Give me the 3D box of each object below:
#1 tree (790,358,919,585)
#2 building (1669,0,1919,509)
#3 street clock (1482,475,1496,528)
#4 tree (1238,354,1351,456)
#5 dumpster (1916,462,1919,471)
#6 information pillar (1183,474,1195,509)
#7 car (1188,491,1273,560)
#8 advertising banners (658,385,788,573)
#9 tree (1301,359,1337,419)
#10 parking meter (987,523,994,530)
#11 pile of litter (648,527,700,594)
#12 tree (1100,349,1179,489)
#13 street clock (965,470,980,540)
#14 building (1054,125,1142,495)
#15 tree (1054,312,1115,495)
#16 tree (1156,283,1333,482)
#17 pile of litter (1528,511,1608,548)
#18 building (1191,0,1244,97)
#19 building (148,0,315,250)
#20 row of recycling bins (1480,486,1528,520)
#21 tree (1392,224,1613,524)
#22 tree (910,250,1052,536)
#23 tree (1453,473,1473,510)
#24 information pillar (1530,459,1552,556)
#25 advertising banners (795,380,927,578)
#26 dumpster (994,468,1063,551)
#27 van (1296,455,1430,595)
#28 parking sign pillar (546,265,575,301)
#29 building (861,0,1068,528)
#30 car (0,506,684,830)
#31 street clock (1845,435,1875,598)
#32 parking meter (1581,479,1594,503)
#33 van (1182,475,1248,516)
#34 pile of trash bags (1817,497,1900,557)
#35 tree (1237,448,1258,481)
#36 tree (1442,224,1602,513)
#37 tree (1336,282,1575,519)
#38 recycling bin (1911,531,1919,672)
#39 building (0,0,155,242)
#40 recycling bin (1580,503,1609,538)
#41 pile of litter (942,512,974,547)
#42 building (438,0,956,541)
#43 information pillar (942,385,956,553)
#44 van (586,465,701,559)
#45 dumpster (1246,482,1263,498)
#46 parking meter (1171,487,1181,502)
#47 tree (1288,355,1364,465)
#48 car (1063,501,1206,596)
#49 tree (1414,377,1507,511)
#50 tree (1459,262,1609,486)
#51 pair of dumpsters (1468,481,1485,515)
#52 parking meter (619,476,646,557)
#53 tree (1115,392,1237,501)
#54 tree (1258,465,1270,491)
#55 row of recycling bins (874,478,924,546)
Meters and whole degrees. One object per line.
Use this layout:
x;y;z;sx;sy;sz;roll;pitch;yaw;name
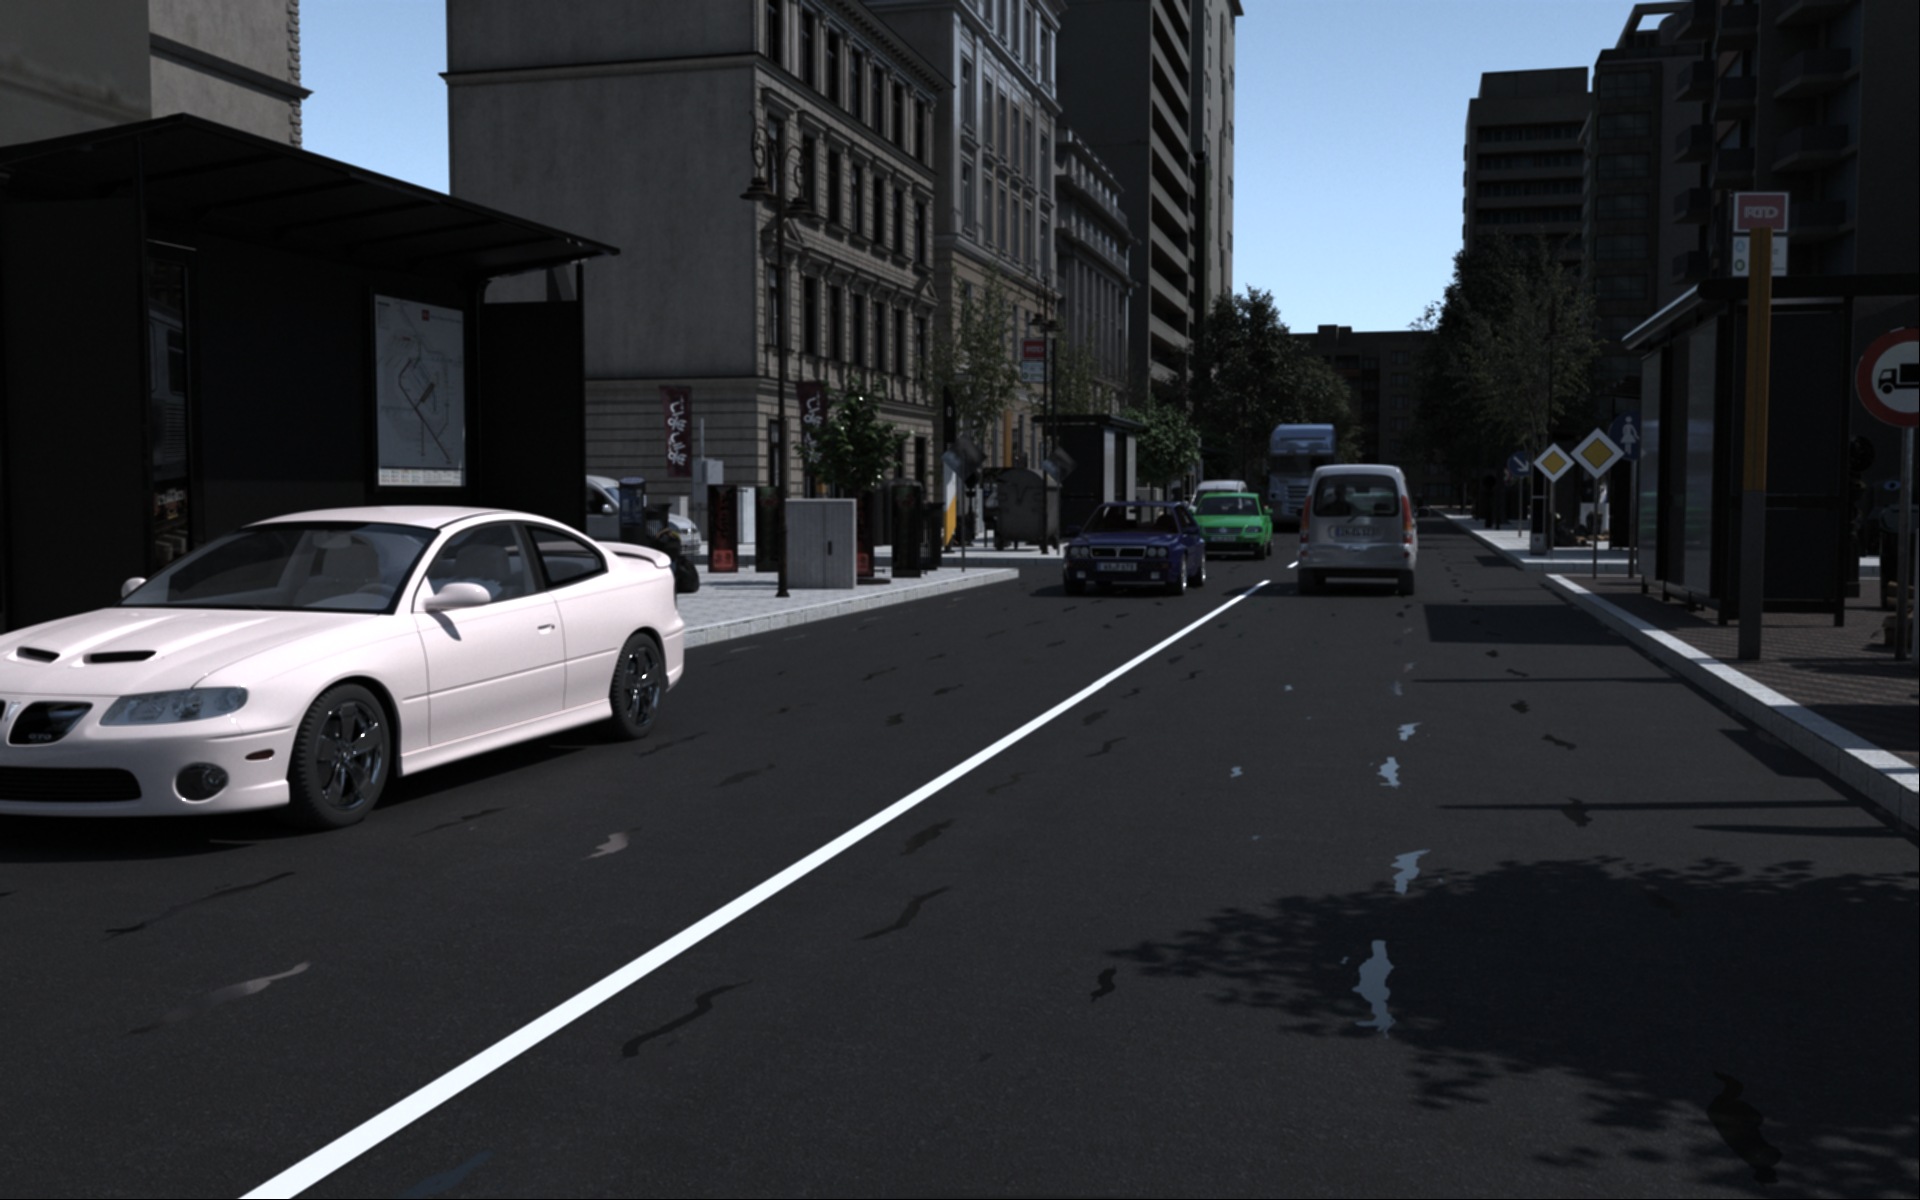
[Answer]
-1.548;-1.855;24.926;1.663;3.219;1.824;0;3;0;tree
44.725;-25.876;77.693;22.147;44.769;28.867;1;4;14;building
19.994;-3.725;65.476;0.471;2.002;0.358;-1;4;-15;street clock
19.958;-10.582;107.426;8.767;10.594;7.601;1;4;10;tree
6.210;-0.233;9.561;1.264;1.857;1.865;1;4;14;dumpster
8.242;-3.542;62.396;0.304;2.012;0.304;2;4;34;information pillar
6.112;-1.859;39.190;1.959;1.807;4.718;1;4;13;car
-3.832;-1.954;28.139;2.074;3.025;0.090;-1;4;-12;advertising banners
32.213;-14.893;153.868;12.009;13.543;11.850;0;3;0;tree
1.133;-3.256;61.639;0.372;1.533;0.369;0;3;0;parking meter
-4.024;-0.505;22.225;1.176;0.858;1.719;3;4;36;pile of litter
8.986;-8.341;86.741;4.360;8.622;3.978;0;3;0;tree
0.302;-2.708;48.853;0.471;2.002;0.358;2;4;32;street clock
1.831;-15.650;97.673;13.314;21.916;24.055;1;4;14;building
4.456;-7.282;69.427;4.737;8.622;4.395;0;3;0;tree
15.524;-10.854;94.474;9.611;12.733;9.660;0;3;0;tree
14.687;-1.732;42.280;1.176;0.858;1.719;-1;4;-19;pile of litter
11.858;-35.299;166.380;27.495;52.752;28.713;1;4;14;building
-33.084;-14.010;57.945;19.941;23.489;11.050;1;4;14;building
27.388;-4.905;87.310;1.069;1.692;3.534;-1;4;-15;row of recycling bins
23.135;-9.578;73.602;9.611;12.733;9.660;0;3;0;tree
0.466;-6.273;52.931;4.737;8.622;4.395;0;3;0;tree
41.565;-9.049;142.546;1.663;3.219;1.824;0;3;0;tree
12.107;-1.939;36.201;0.304;2.012;0.304;2;4;28;information pillar
-1.533;-1.862;26.624;2.074;3.025;0.090;1;4;11;advertising banners
1.546;-2.061;39.448;1.264;1.857;1.865;1;4;15;dumpster
6.037;-1.167;26.097;2.013;2.044;4.112;1;4;15;van
-4.306;-1.823;18.274;1.447;3.967;1.447;-1;4;-22;parking sign pillar
-3.825;-17.695;75.221;13.634;28.700;20.117;1;4;14;building
-3.098;0.201;9.076;2.083;1.381;4.827;1;4;16;car
11.022;-1.032;21.441;0.471;2.002;0.358;-1;4;-12;street clock
23.970;-3.700;66.212;0.399;1.863;0.255;-1;4;-9;parking meter
7.578;-2.672;50.705;2.013;2.044;4.112;1;4;15;van
19.295;-1.570;35.426;3.447;1.369;1.912;2;4;24;pile of trash bags
10.668;-5.668;76.390;4.285;4.588;4.351;0;3;0;tree
15.291;-5.884;46.572;4.360;8.622;3.978;0;3;0;tree
27.249;-10.991;90.071;12.009;13.543;11.850;0;3;0;tree
7.389;0.002;12.518;0.722;1.027;0.722;-3;5;-45;recycling bin
-23.392;-23.863;13.859;21.600;48.544;21.300;1;4;14;building
17.998;-2.237;49.133;0.722;1.027;0.722;2;4;24;recycling bin
-0.190;-1.760;42.747;1.176;0.858;1.719;1;4;12;pile of litter
-7.672;-11.717;56.196;10.561;19.102;19.286;1;4;14;building
-0.230;-2.824;37.534;0.183;3.616;0.504;2;4;24;information pillar
-7.252;-1.693;34.689;4.112;2.044;2.013;1;4;14;van
14.484;-4.965;86.940;1.264;1.857;1.865;1;4;15;dumpster
7.940;-3.372;63.538;0.372;1.533;0.369;0;3;0;parking meter
29.085;-13.683;141.842;7.486;12.596;7.792;0;3;0;tree
2.648;-0.810;25.822;1.945;1.354;3.894;1;4;14;car
39.579;-12.812;135.234;9.928;11.665;9.643;0;3;0;tree
18.075;-6.376;54.615;4.737;8.622;4.395;0;3;0;tree
31.424;-6.208;103.996;1.574;2.255;4.437;1;4;14;pair of dumpsters
-4.608;-0.977;24.393;0.372;1.533;0.369;0;3;0;parking meter
6.215;-4.429;56.131;4.285;4.588;4.351;0;3;0;tree
21.418;-8.203;117.826;4.285;4.588;4.351;0;3;0;tree
-1.798;-2.251;43.911;1.069;1.692;3.534;1;4;21;row of recycling bins
